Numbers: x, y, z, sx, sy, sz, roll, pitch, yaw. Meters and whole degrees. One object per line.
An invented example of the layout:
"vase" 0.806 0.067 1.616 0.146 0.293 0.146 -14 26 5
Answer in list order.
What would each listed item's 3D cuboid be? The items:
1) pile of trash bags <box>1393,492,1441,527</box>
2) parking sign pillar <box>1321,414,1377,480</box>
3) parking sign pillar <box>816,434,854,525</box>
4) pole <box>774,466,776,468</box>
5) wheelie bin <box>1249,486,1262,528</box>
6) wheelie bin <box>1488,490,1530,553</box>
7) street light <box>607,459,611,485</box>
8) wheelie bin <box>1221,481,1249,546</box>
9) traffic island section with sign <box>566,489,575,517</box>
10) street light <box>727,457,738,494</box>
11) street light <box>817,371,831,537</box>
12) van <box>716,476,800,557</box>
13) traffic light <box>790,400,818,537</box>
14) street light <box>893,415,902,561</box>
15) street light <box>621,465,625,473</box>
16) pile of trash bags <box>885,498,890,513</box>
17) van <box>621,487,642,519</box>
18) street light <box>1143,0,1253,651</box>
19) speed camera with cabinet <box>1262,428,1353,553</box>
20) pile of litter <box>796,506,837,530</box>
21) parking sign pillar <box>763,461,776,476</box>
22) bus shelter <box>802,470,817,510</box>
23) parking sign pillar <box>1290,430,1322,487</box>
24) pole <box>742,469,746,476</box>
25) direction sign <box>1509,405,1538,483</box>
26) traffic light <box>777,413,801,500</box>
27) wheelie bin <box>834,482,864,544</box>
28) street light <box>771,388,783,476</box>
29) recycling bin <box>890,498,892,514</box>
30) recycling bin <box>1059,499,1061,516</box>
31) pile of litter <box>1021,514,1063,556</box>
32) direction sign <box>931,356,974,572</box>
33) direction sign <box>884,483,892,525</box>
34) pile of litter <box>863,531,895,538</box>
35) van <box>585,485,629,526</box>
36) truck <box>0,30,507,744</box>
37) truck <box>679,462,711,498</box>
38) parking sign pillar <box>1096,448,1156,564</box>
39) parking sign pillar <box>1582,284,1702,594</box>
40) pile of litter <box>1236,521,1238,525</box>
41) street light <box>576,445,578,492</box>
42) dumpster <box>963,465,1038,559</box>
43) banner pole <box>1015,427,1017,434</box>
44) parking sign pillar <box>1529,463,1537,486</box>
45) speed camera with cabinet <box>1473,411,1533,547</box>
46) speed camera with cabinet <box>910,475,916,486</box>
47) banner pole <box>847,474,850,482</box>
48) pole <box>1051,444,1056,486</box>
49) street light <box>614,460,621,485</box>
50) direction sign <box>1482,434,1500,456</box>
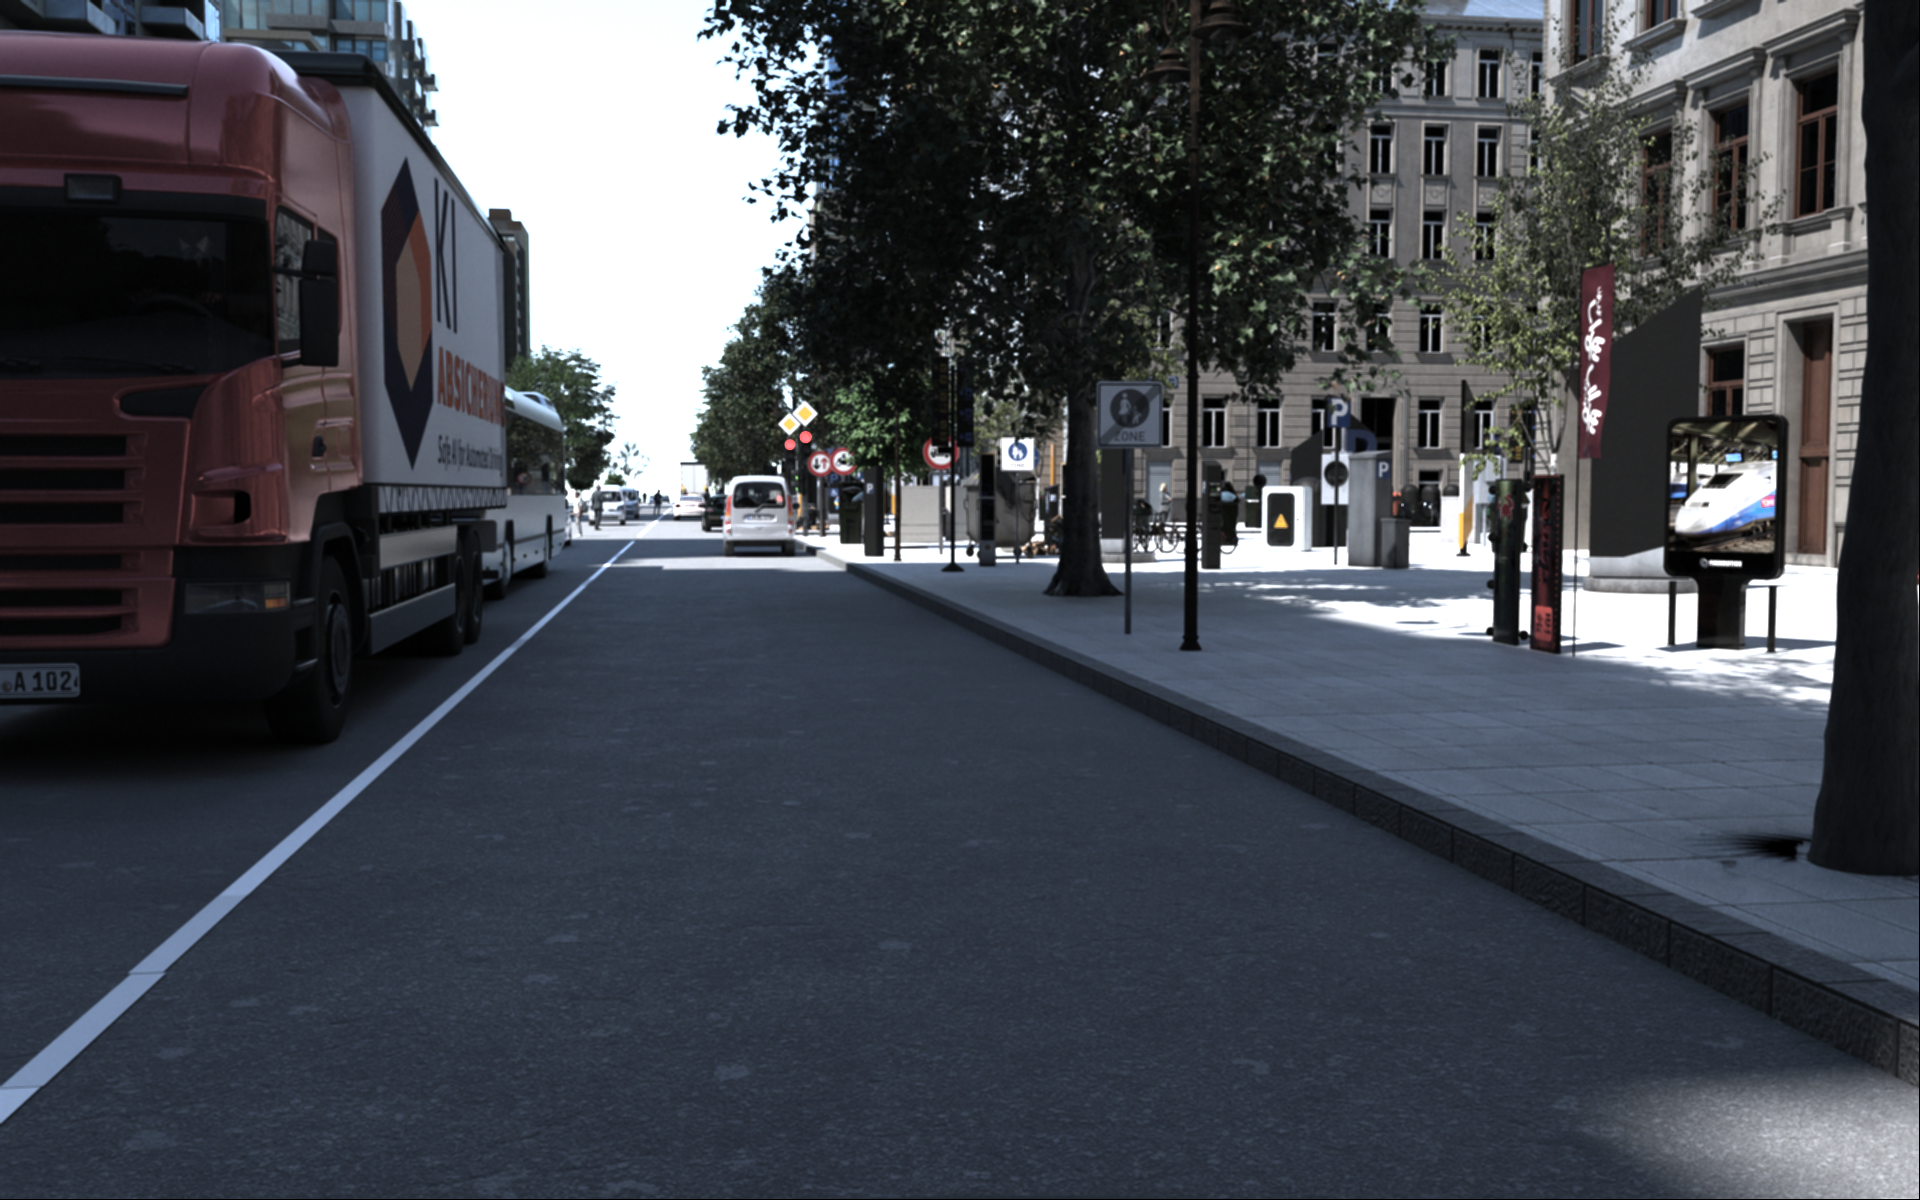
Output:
"pile of trash bags" 17.386 -3.519 67.292 1.912 1.369 3.447 3 4 36
"parking sign pillar" 12.025 -3.903 52.292 1.447 3.967 1.447 -1 4 -21
"parking sign pillar" -5.307 -5.147 72.624 1.447 3.967 1.447 0 4 -7
"pole" -13.189 -7.953 123.872 0.158 3.312 0.155 0 3 0
"wheelie bin" 11.141 -3.542 65.827 0.980 1.594 0.693 1 4 14
"wheelie bin" 11.953 -1.832 37.853 0.980 1.594 0.693 -2 4 -32
"street light" -43.733 -14.877 216.024 0.468 5.910 1.993 -1 4 -9
"wheelie bin" 6.506 -2.144 42.968 0.693 1.594 0.980 -2 4 -32
"traffic island section with sign" -24.603 -6.052 107.580 1.989 1.847 2.006 -1 4 -9
"street light" -19.880 -10.919 151.312 0.468 5.910 1.993 -1 4 -9
"street light" -4.093 -4.830 51.757 0.468 5.910 1.993 -1 4 -9
"van" -4.782 -2.082 41.053 2.013 2.044 4.112 0 4 -7
"traffic light" -4.668 -3.860 52.035 0.839 4.253 0.868 -1 4 -9
"street light" -1.193 -3.677 32.900 0.468 5.910 1.993 -1 4 -9
"street light" -49.762 -17.207 254.121 0.468 5.910 1.993 -1 4 -9
"pile of trash bags" -6.469 -6.416 114.651 3.447 1.369 1.912 -1 4 -21
"van" -19.640 -5.774 101.414 2.013 2.044 4.112 -1 4 -10
"street light" 1.897 -2.525 14.072 0.468 5.910 1.993 -1 4 -9
"speed camera with cabinet" 7.710 -2.679 38.140 2.038 3.252 0.660 2 4 32
"pile of litter" -5.148 -2.920 61.701 1.719 0.858 1.176 -1 4 -17
"parking sign pillar" -13.146 -8.039 119.916 1.447 3.967 1.447 1 4 20
"bus shelter" -7.819 -6.249 93.460 1.731 3.624 6.357 -1 4 -9
"parking sign pillar" 14.411 -5.117 72.140 1.447 3.967 1.447 0 4 2
"pole" -13.538 -7.017 108.572 0.158 3.312 0.155 0 3 0
"direction sign" 14.342 -3.173 43.873 0.876 3.537 0.379 0 4 2
"traffic light" -5.912 -4.343 59.923 0.839 4.253 0.868 -1 4 -9
"wheelie bin" -2.755 -2.237 44.482 0.980 1.594 0.693 0 4 2
"street light" -8.008 -6.298 75.754 0.468 5.910 1.993 -1 4 -9
"recycling bin" -4.188 -6.155 113.190 0.722 1.027 0.722 0 4 2
"recycling bin" 5.060 -4.182 80.925 0.722 1.027 0.722 -1 4 -15
"pile of litter" 1.794 -1.404 36.913 1.176 0.858 1.719 2 4 31
"direction sign" -0.119 -2.243 28.670 0.876 3.537 0.379 -3 5 -39
"direction sign" -3.036 -4.911 72.285 0.876 3.537 0.379 2 4 28
"pile of litter" -2.560 -2.316 51.832 1.176 0.858 1.719 -1 4 -15
"van" -16.329 -4.476 80.191 2.013 2.044 4.112 -1 4 -11
"truck" -5.277 -1.482 13.144 2.839 4.237 11.283 -1 4 -9
"truck" -23.744 -10.174 155.265 2.839 4.237 11.283 0 4 -8
"parking sign pillar" 2.963 -2.691 32.467 1.447 3.967 1.447 1 4 15
"parking sign pillar" 8.976 -2.095 22.719 1.447 3.967 1.447 1 4 21
"pile of litter" 10.936 -3.527 71.625 1.176 0.858 1.719 1 4 10
"street light" -33.739 -10.997 152.595 0.468 5.910 1.993 -1 4 -9
"dumpster" 0.816 -1.772 34.730 1.264 1.857 1.865 -1 4 -9
"banner pole" 2.101 -4.577 64.853 0.401 3.779 0.863 0 4 -7
"parking sign pillar" 38.678 -7.744 115.087 1.447 3.967 1.447 -2 4 -29
"speed camera with cabinet" 13.441 -2.901 41.774 2.038 3.252 0.660 0 4 -1
"speed camera with cabinet" -1.229 -4.164 62.418 0.660 3.252 2.038 -1 4 -20
"banner pole" -6.544 -6.838 101.819 0.401 3.779 0.863 1 4 9
"pole" 3.805 -4.702 70.728 0.158 3.312 0.155 0 3 0
"street light" -46.690 -16.030 234.879 0.468 5.910 1.993 -1 4 -9
"direction sign" 19.924 -4.467 65.028 0.876 3.537 0.379 -2 4 -29
